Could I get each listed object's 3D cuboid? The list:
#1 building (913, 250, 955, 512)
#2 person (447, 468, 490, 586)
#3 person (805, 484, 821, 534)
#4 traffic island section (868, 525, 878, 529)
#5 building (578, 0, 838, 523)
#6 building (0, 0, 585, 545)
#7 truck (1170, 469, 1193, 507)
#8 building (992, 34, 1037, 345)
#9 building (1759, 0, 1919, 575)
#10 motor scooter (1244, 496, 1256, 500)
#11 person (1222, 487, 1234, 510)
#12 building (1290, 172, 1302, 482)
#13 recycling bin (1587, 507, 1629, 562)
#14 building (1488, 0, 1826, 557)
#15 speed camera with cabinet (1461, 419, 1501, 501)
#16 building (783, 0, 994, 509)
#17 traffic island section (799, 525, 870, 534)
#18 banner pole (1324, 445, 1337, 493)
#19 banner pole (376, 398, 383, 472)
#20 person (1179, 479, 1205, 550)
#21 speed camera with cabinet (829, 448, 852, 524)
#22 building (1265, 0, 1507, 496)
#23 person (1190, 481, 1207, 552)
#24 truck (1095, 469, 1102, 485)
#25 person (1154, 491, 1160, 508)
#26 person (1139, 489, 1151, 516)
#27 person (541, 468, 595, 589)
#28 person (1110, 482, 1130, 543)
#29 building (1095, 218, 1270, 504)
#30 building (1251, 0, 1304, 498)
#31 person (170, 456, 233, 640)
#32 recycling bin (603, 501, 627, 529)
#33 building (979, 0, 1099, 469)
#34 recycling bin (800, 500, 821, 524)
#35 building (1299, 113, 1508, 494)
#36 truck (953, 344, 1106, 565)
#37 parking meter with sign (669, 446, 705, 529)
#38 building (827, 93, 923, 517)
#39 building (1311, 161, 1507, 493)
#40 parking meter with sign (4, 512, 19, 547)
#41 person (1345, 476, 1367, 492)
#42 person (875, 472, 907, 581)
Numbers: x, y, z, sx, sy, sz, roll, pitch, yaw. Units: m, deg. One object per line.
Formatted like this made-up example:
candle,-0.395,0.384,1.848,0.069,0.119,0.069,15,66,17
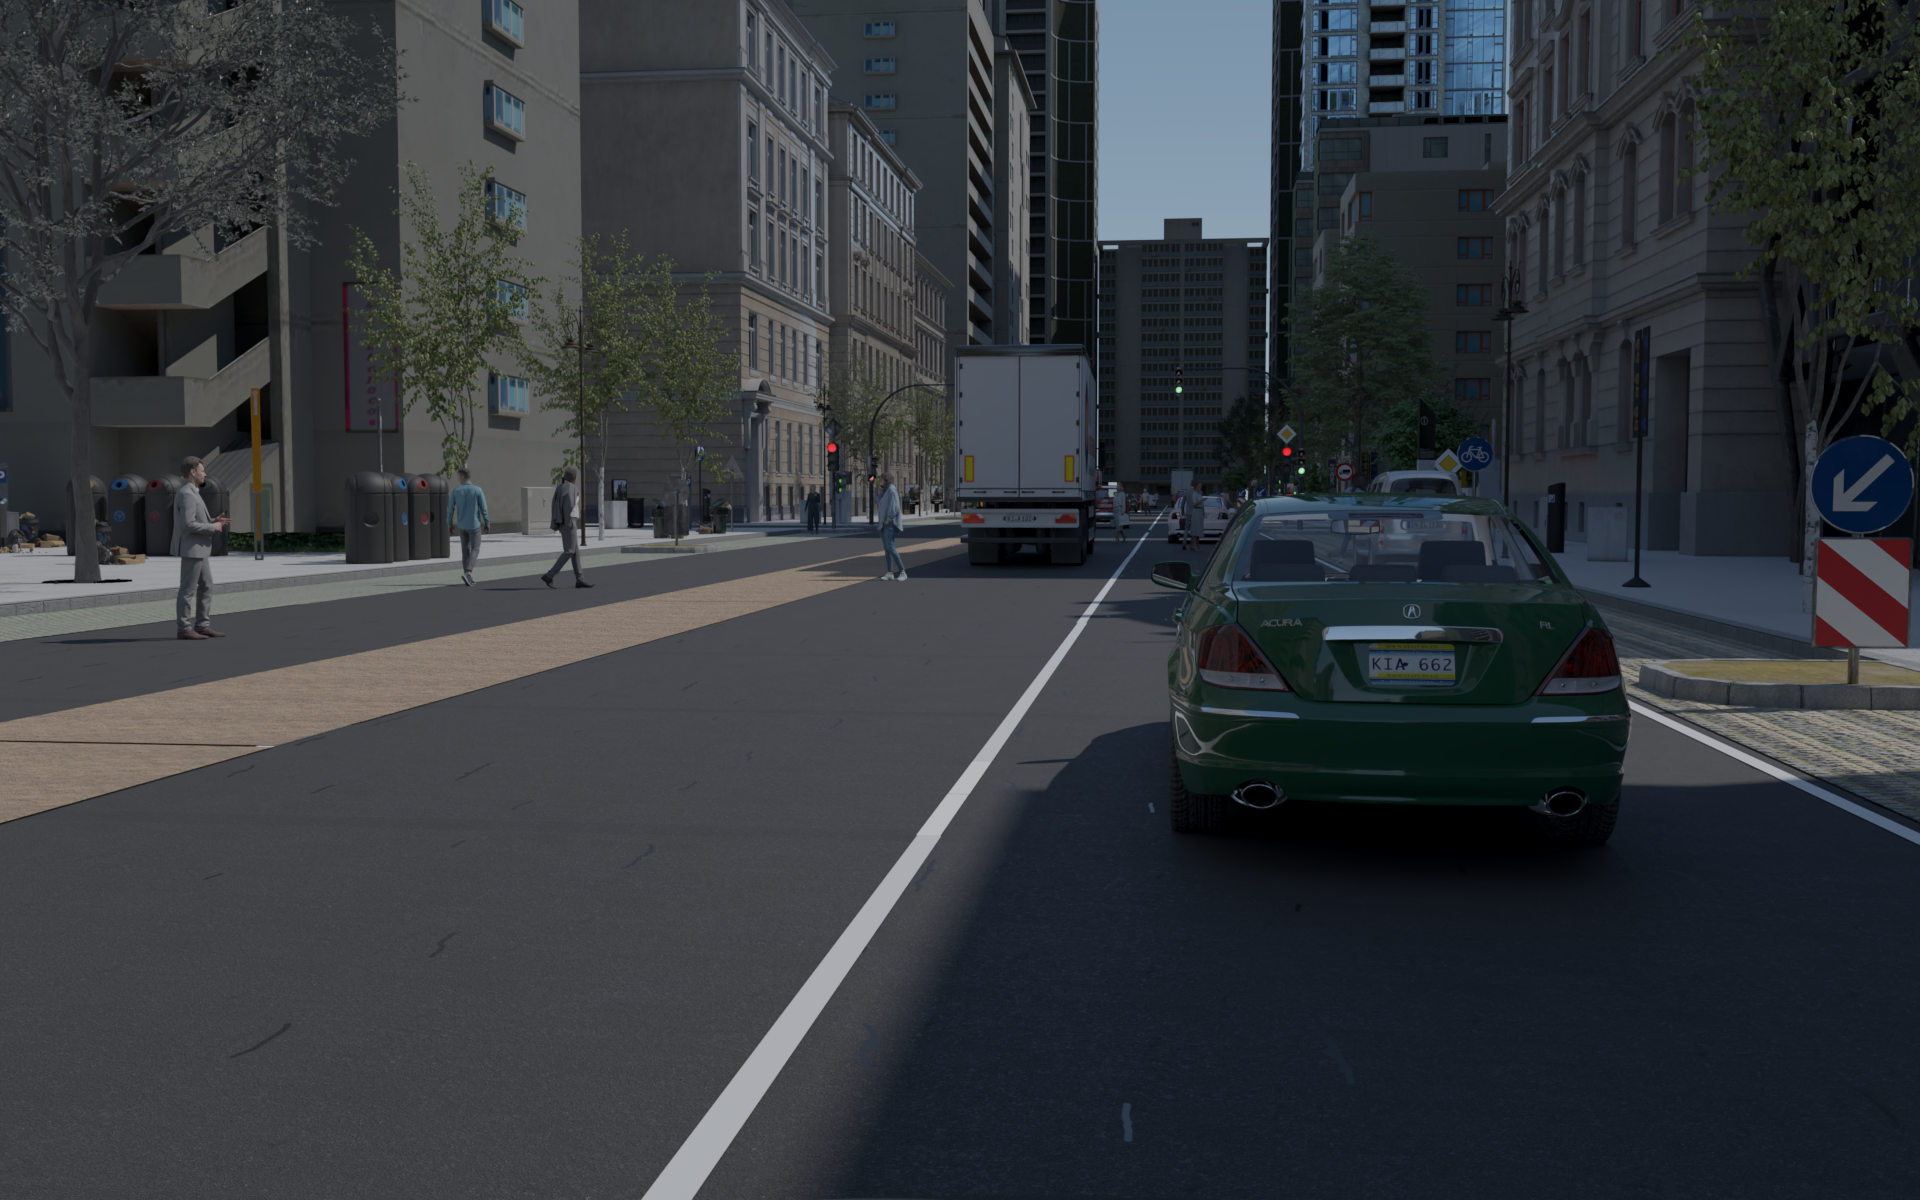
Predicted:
building,-7.493,-18.047,131.220,11.583,22.565,21.152,0,4,7
person,-7.761,-1.151,27.175,0.638,1.841,0.748,1,4,9
person,-5.191,-3.196,61.168,0.576,1.772,0.534,-1,4,-12
traffic island section,-3.699,-3.040,71.980,2.009,0.180,2.903,0,4,7
building,-14.477,-18.337,85.708,13.634,28.700,20.117,0,4,7
building,-25.518,-26.256,52.986,21.600,48.544,21.300,0,4,7
truck,25.462,-12.827,198.641,2.839,4.237,11.283,0,4,7
building,-5.777,-37.773,206.820,27.495,52.752,28.713,0,4,7
building,21.243,-9.635,24.977,16.820,18.784,16.811,0,4,7
motor scooter,18.788,-6.062,111.889,0.815,1.314,1.986,0,4,7
person,12.570,-4.450,81.845,0.643,1.750,0.593,-2,4,-35
building,36.997,-23.561,156.920,14.160,30.474,14.107,0,4,7
recycling bin,12.415,-1.263,33.204,0.722,1.027,0.722,1,4,20
building,22.676,-15.759,45.057,14.401,28.519,23.554,0,4,7
speed camera with cabinet,13.912,-3.186,46.427,0.660,3.252,2.038,0,4,2
building,-8.636,-32.704,158.410,21.300,48.544,21.600,0,4,7
traffic island section,-4.686,-2.555,64.056,2.009,0.180,2.903,0,4,7
banner pole,18.242,-5.844,85.565,0.863,3.779,0.401,3,5,40
banner pole,-15.251,-3.400,45.613,0.401,3.779,0.863,-1,4,-13
person,5.984,-2.204,44.661,0.709,1.813,0.853,1,4,19
speed camera with cabinet,-5.193,-4.943,75.160,0.660,3.252,2.038,1,4,9
building,58.105,-56.474,236.027,31.000,86.520,22.319,0,4,7
person,6.006,-2.091,43.251,0.524,1.755,0.480,2,4,30
truck,14.617,-12.611,195.100,2.839,4.237,11.283,0,4,6
person,20.838,-10.640,183.398,0.756,1.711,0.436,-1,4,-14
person,12.079,-6.374,113.205,0.782,1.767,0.515,2,4,30
person,-5.927,-1.077,26.207,0.850,1.850,0.679,-2,4,-28
person,4.721,-2.568,50.843,0.624,1.780,0.694,-1,4,-23
building,31.551,-33.934,246.704,23.993,40.220,32.217,0,4,7
building,45.119,-46.807,203.547,20.563,71.187,20.611,0,4,7
person,-7.480,-0.514,17.104,0.583,1.804,0.606,-2,4,-28
recycling bin,-12.648,-3.099,63.223,0.722,1.027,0.722,3,4,38
building,8.605,-49.157,241.965,20.611,71.187,20.563,0,4,7
recycling bin,-6.503,-3.843,75.384,0.722,1.027,0.722,1,4,21
building,34.573,-22.259,135.642,14.160,30.474,14.107,0,4,7
truck,1.693,-3.009,38.112,2.839,4.237,11.283,0,4,6
parking meter with sign,-10.172,-4.087,63.086,1.738,3.016,0.543,2,4,24
building,-10.214,-19.006,108.018,12.463,27.353,25.104,0,4,7
building,36.713,-15.959,105.975,27.650,21.520,28.899,0,4,7
parking meter with sign,-23.703,-2.821,42.392,1.738,3.016,0.543,2,4,31
person,8.073,-1.640,35.587,0.793,1.790,0.793,0,4,2
person,-1.144,-1.225,28.792,0.793,1.790,0.793,3,4,37
